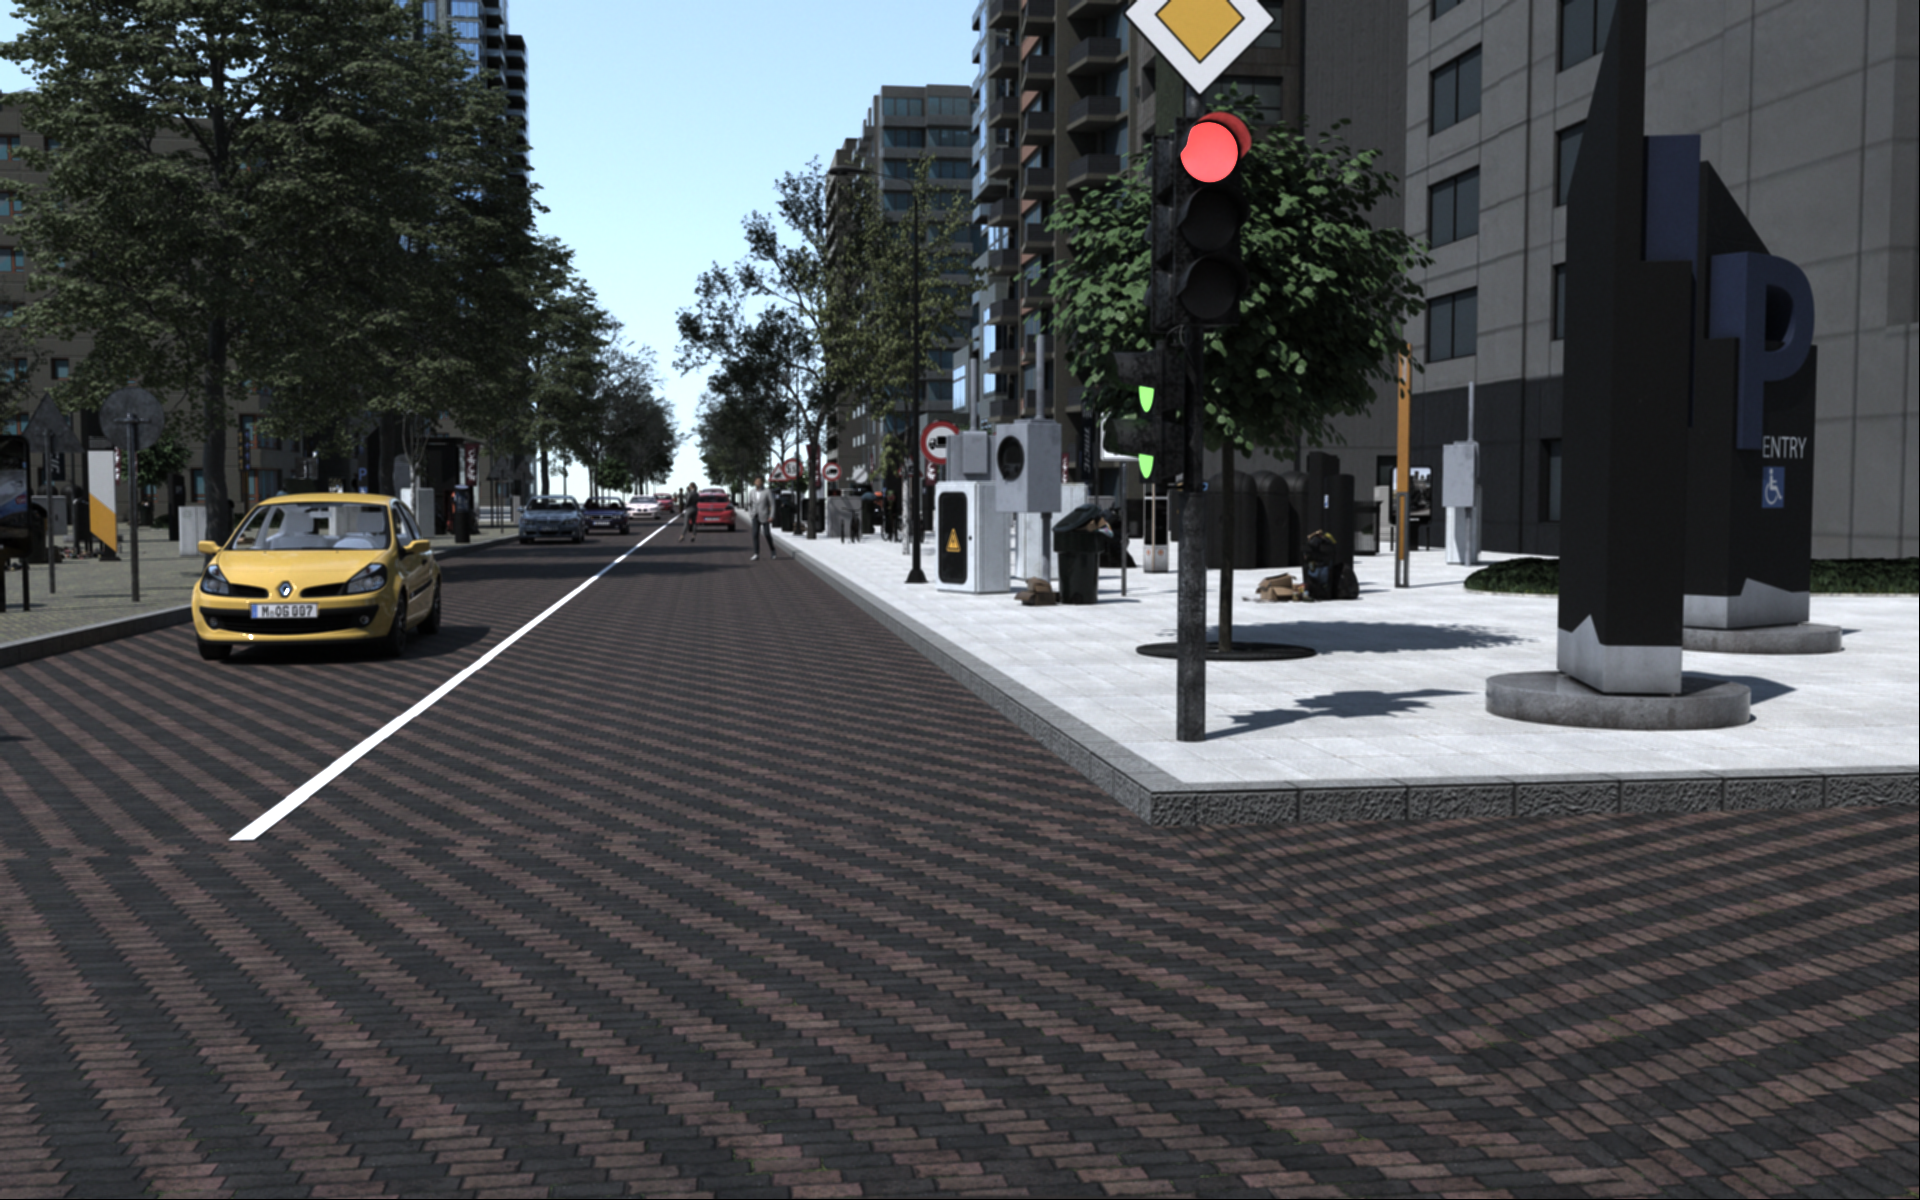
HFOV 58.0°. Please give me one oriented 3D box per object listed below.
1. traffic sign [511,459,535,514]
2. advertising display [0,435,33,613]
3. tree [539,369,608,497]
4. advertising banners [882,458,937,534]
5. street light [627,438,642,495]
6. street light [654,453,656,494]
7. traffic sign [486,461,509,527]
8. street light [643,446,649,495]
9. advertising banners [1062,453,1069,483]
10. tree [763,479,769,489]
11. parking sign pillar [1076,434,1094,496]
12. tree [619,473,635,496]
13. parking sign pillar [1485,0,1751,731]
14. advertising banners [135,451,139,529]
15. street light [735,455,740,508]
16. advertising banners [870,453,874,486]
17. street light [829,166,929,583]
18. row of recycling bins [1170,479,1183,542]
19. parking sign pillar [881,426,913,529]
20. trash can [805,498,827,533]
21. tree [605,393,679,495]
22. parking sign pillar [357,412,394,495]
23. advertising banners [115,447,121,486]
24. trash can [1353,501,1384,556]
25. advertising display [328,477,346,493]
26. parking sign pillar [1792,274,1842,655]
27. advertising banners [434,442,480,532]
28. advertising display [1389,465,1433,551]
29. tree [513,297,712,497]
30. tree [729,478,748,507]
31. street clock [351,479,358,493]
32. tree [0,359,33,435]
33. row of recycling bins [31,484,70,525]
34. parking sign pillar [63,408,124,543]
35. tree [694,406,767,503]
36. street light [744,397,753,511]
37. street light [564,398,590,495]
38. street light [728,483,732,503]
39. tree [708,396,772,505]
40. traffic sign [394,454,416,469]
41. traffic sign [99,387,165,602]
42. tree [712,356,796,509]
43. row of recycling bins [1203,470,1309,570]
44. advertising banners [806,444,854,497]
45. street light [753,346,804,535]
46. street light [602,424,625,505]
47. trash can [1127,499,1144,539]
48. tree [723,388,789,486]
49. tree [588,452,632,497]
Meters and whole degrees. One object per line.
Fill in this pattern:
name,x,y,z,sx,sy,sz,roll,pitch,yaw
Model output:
traffic sign,-16.192,-3.924,64.153,0.884,2.594,0.081,0,4,-7
advertising display,-10.497,-0.819,18.612,0.123,1.923,0.974,3,4,37
tree,-25.464,-11.364,120.214,8.767,10.594,7.601,0,4,8
advertising banners,-1.585,-3.656,55.971,2.074,3.025,0.090,2,4,26
street light,-27.311,-10.449,143.390,1.470,5.913,1.316,-1,4,-8
street light,-34.652,-13.600,194.908,1.470,5.913,1.316,-1,4,-8
traffic sign,-18.075,-4.140,67.685,0.884,2.594,0.081,0,4,-4
street light,-30.421,-11.807,165.578,1.470,5.913,1.316,-1,4,-8
advertising banners,4.046,-4.762,74.039,0.090,3.025,2.074,-2,4,-32
tree,-10.249,-6.261,96.973,1.663,3.219,1.824,0,3,0
parking sign pillar,5.664,-5.511,78.581,1.447,3.967,1.447,2,4,24
tree,-29.720,-9.831,155.334,1.663,3.219,1.824,0,3,0
parking sign pillar,3.818,-1.316,9.983,1.447,3.967,1.447,1,4,8
advertising banners,-30.660,-4.177,64.487,0.090,3.025,2.074,-2,4,-26
street light,-12.086,-7.732,98.951,1.470,5.913,1.316,-1,4,-8
advertising banners,-4.022,-4.847,75.435,0.090,3.025,2.074,-1,4,-16
street light,-1.164,-3.194,24.766,1.470,5.913,1.316,-1,4,-8
row of recycling bins,6.984,-2.375,45.948,1.069,1.692,3.534,-3,5,-39
parking sign pillar,-2.169,-4.601,63.700,1.447,3.967,1.447,-2,4,-24
trash can,-4.784,-2.805,57.523,0.748,1.137,0.748,0,3,0
tree,-39.413,-18.755,213.298,9.857,13.997,8.962,0,3,0
parking sign pillar,-18.921,-4.139,56.146,1.447,3.967,1.447,1,4,21
advertising banners,-27.407,-3.620,55.379,2.074,3.025,0.090,2,4,31
trash can,8.420,-1.491,36.028,0.748,1.137,0.748,0,3,0
advertising display,-23.994,-3.764,66.747,0.974,1.923,0.123,3,4,37
parking sign pillar,6.592,-1.587,14.421,1.447,3.967,1.447,-3,4,-36
advertising banners,-17.231,-3.811,58.501,2.074,3.025,0.090,-2,4,-27
advertising display,10.120,-2.061,38.918,0.974,1.923,0.123,-1,4,-9
tree,-22.647,-12.048,107.347,12.009,13.543,11.850,0,3,0
tree,-22.604,-11.212,177.919,1.663,3.219,1.824,0,3,0
street clock,-28.206,-4.677,81.032,0.471,2.002,0.358,2,4,29
tree,-42.813,-7.620,74.957,4.737,8.622,4.395,0,3,0
row of recycling bins,-37.749,-3.894,70.778,3.534,1.692,1.069,-3,4,-37
parking sign pillar,-23.115,-3.524,46.082,1.447,3.967,1.447,-2,4,-26
tree,-30.493,-19.898,231.993,9.857,13.997,8.962,0,3,0
street light,-9.667,-6.773,83.272,1.470,5.913,1.316,-1,4,-8
street light,-18.542,-6.795,83.638,1.470,5.913,1.316,-1,4,-8
street light,-16.459,-9.577,129.132,1.470,5.913,1.316,-1,4,-8
tree,-25.564,-17.203,199.398,7.486,12.596,7.792,0,3,0
traffic sign,-17.696,-3.364,55.102,0.768,2.556,0.104,0,4,-2
traffic sign,-9.828,-1.252,20.575,0.768,2.556,0.104,0,4,-2
tree,-18.946,-14.635,149.644,12.009,13.543,11.850,0,3,0
row of recycling bins,5.607,-1.441,30.681,1.069,1.692,3.534,3,5,42
advertising banners,-4.392,-3.967,61.056,2.074,3.025,0.090,0,4,-1
street light,-5.604,-4.982,53.992,1.470,5.913,1.316,-1,4,-8
street light,-22.920,-8.632,113.668,1.470,5.913,1.316,-1,4,-8
trash can,5.076,-2.355,50.164,0.748,1.137,0.748,0,3,0
tree,-12.442,-9.564,106.730,4.360,8.622,3.978,0,3,0
tree,-27.430,-9.305,135.857,4.285,4.588,4.351,0,3,0
